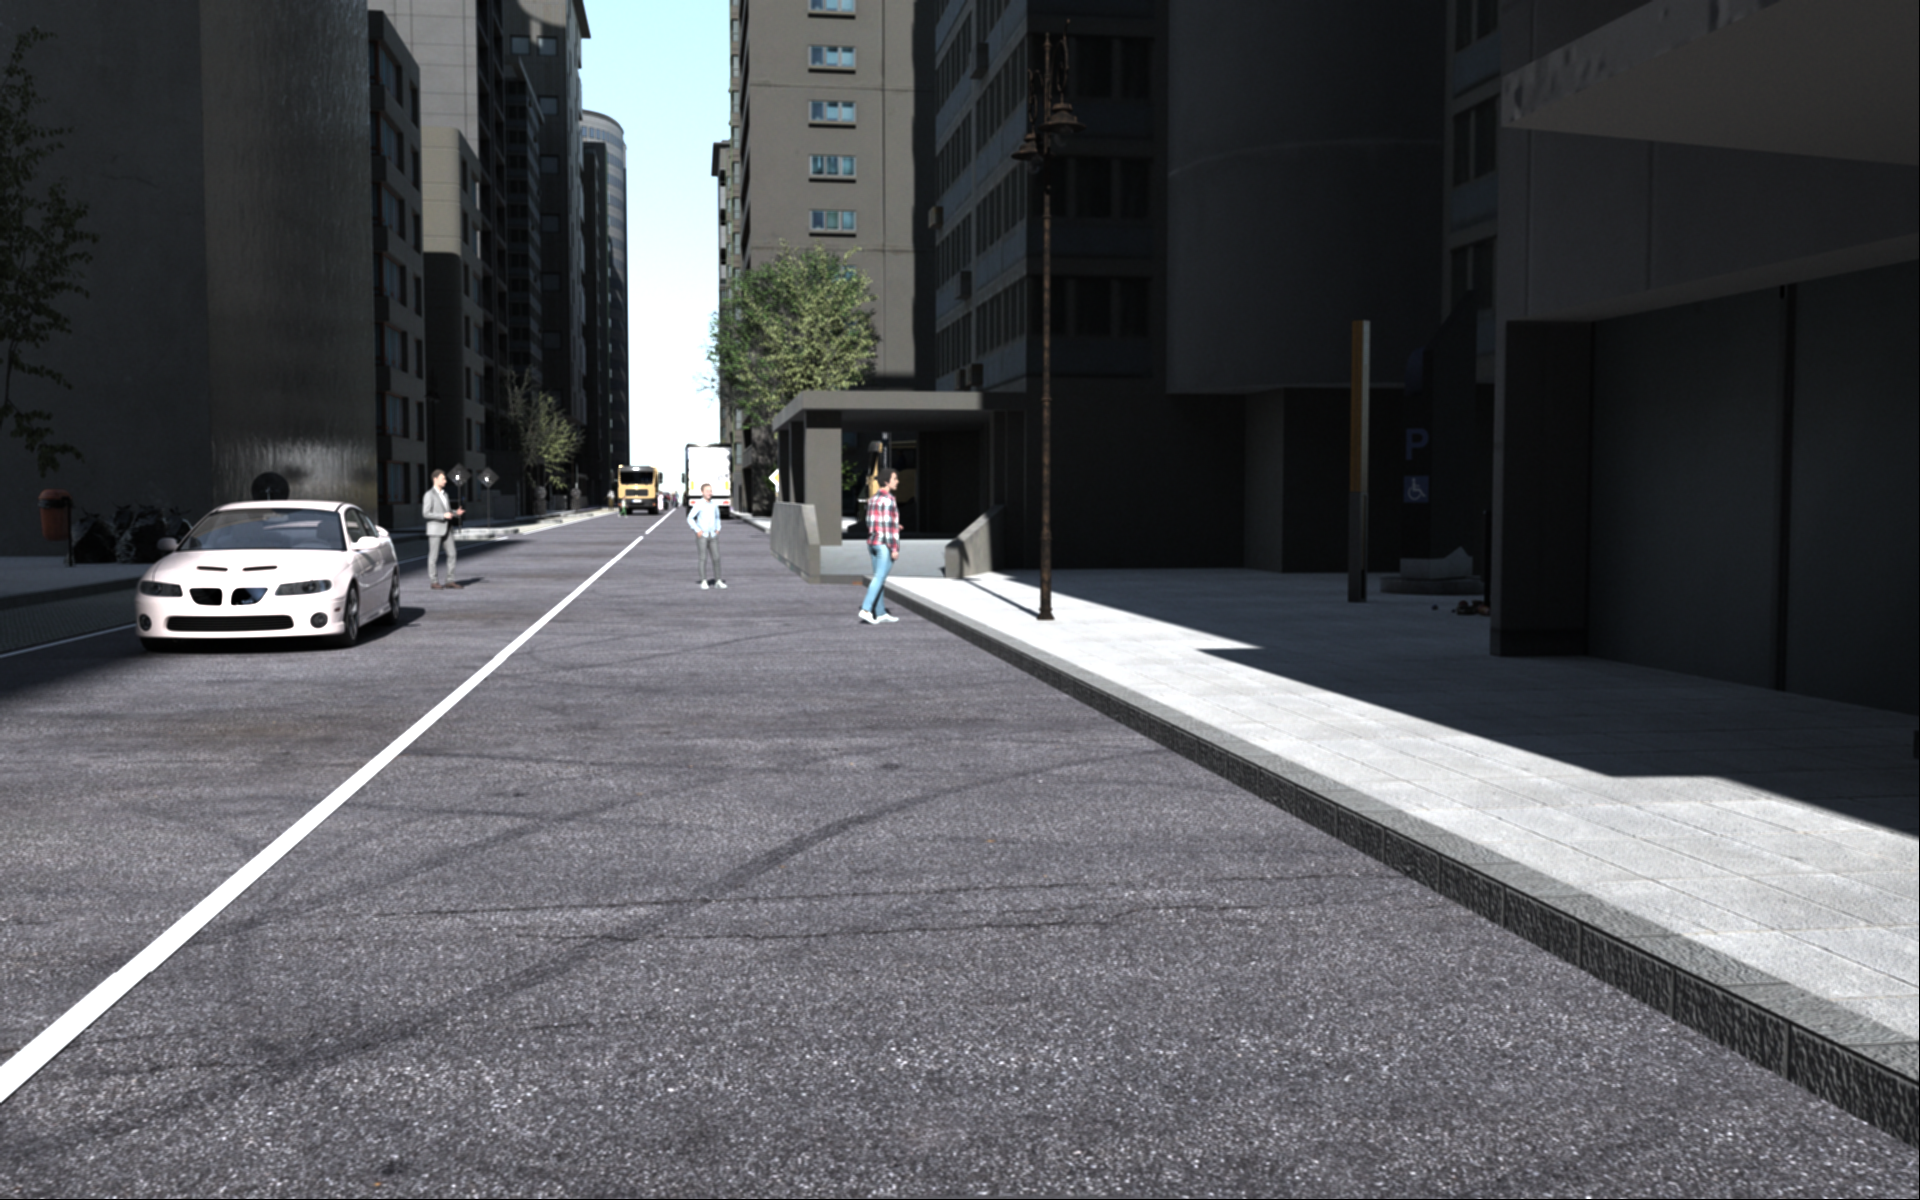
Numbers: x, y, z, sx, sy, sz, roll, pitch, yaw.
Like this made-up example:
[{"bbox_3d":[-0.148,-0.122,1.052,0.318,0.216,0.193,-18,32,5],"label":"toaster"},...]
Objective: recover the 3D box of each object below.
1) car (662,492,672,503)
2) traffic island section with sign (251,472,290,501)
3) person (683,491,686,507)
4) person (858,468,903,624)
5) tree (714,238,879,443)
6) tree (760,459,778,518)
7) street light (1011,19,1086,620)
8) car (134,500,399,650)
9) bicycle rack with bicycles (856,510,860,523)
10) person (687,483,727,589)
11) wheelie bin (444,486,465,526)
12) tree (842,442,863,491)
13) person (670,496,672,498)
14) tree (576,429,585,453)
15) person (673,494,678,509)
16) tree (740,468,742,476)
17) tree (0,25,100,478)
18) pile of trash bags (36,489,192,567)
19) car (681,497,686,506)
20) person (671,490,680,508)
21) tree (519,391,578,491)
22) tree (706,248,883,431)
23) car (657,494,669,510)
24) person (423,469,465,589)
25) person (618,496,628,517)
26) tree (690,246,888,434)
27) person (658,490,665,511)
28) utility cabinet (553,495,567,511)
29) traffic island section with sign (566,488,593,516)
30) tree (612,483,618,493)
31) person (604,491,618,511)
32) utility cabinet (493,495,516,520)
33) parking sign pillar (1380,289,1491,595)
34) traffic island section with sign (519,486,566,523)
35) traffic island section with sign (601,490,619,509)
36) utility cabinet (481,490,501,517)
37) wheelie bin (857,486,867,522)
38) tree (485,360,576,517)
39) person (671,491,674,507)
[{"bbox_3d":[-49.577,-17.267,290.993,2.281,1.827,5.304,-1,4,-10],"label":"car"},{"bbox_3d":[-12.198,-1.337,30.487,1.989,1.847,2.006,-1,4,-9],"label":"traffic island section with sign"},{"bbox_3d":[-30.401,-11.181,191.830,0.721,1.766,1.217,0,4,2],"label":"person"},{"bbox_3d":[-0.893,-0.610,19.307,0.643,1.720,0.563,-2,4,-24],"label":"person"},{"bbox_3d":[-4.088,-6.035,49.040,4.737,8.622,4.395,0,3,0],"label":"tree"},{"bbox_3d":[-9.990,-6.119,94.653,1.663,3.219,1.824,0,3,0],"label":"tree"},{"bbox_3d":[0.875,-2.736,17.527,0.468,5.910,1.993,-1,4,-9],"label":"street light"},{"bbox_3d":[-6.850,-0.315,17.506,2.083,1.381,4.827,-1,4,-10],"label":"car"},{"bbox_3d":[-3.188,-3.591,72.103,2.925,0.926,2.852,-3,5,-44],"label":"bicycle rack with bicycles"},{"bbox_3d":[-3.824,-0.971,26.189,0.589,1.601,0.330,-2,4,-31],"label":"person"},{"bbox_3d":[-20.267,-3.742,69.097,0.980,1.594,0.693,-2,4,-25],"label":"wheelie bin"},{"bbox_3d":[-4.036,-3.646,54.217,1.663,3.219,1.824,0,3,0],"label":"tree"},{"bbox_3d":[-46.389,-16.415,280.137,1.065,1.426,0.557,-1,4,-12],"label":"person"},{"bbox_3d":[-30.096,-10.867,128.040,4.360,8.622,3.978,0,3,0],"label":"tree"},{"bbox_3d":[-28.126,-9.745,171.052,0.599,1.433,0.991,-3,4,-36],"label":"person"},{"bbox_3d":[-14.041,-8.515,122.927,4.285,4.588,4.351,0,3,0],"label":"tree"},{"bbox_3d":[-14.447,-4.573,25.130,4.737,8.622,4.395,0,3,0],"label":"tree"},{"bbox_3d":[-15.712,-1.363,32.045,1.912,1.369,3.447,1,4,11],"label":"pile of trash bags"},{"bbox_3d":[-32.020,-11.959,205.309,2.009,1.686,4.222,-1,4,-8],"label":"car"},{"bbox_3d":[-29.621,-10.532,180.682,1.348,1.826,0.705,3,5,41],"label":"person"},{"bbox_3d":[-29.381,-10.516,122.294,4.737,8.622,4.395,0,3,0],"label":"tree"},{"bbox_3d":[-6.897,-8.969,72.394,9.928,11.665,9.643,0,3,0],"label":"tree"},{"bbox_3d":[-27.321,-8.985,156.695,2.009,1.686,4.222,-1,4,-9],"label":"car"},{"bbox_3d":[-7.774,-1.065,26.119,0.583,1.804,0.606,1,4,14],"label":"person"},{"bbox_3d":[-20.715,-5.734,106.491,0.590,1.304,0.306,0,4,1],"label":"person"},{"bbox_3d":[-8.475,-10.744,86.040,12.009,13.543,11.850,0,3,0],"label":"tree"},{"bbox_3d":[-25.800,-8.565,149.209,0.621,1.740,0.551,1,4,22],"label":"person"},{"bbox_3d":[-30.798,-7.473,133.340,1.020,1.237,0.306,-3,5,-43],"label":"utility cabinet"},{"bbox_3d":[-24.828,-6.336,112.220,1.989,1.847,2.006,-1,4,-9],"label":"traffic island section with sign"},{"bbox_3d":[-43.071,-13.366,213.136,1.663,3.219,1.824,0,3,0],"label":"tree"},{"bbox_3d":[-30.096,-8.572,149.383,1.217,1.736,0.721,0,4,-6],"label":"person"},{"bbox_3d":[-22.765,-4.608,86.503,1.020,1.237,0.306,-1,4,-16],"label":"utility cabinet"},{"bbox_3d":[6.230,-2.083,22.526,1.447,3.967,1.447,3,5,40],"label":"parking sign pillar"},{"bbox_3d":[-20.680,-4.698,85.436,1.989,1.847,2.006,-1,4,-9],"label":"traffic island section with sign"},{"bbox_3d":[-32.506,-9.374,161.886,1.989,1.847,2.006,-1,4,-9],"label":"traffic island section with sign"},{"bbox_3d":[-25.393,-5.198,93.660,0.318,1.500,1.173,3,4,38],"label":"utility cabinet"},{"bbox_3d":[-3.580,-3.660,67.744,0.693,1.594,0.980,-3,5,-41],"label":"wheelie bin"},{"bbox_3d":[-24.364,-8.926,96.307,4.360,8.622,3.978,0,3,0],"label":"tree"},{"bbox_3d":[-32.168,-11.371,194.950,0.750,1.759,0.617,2,4,32],"label":"person"}]
